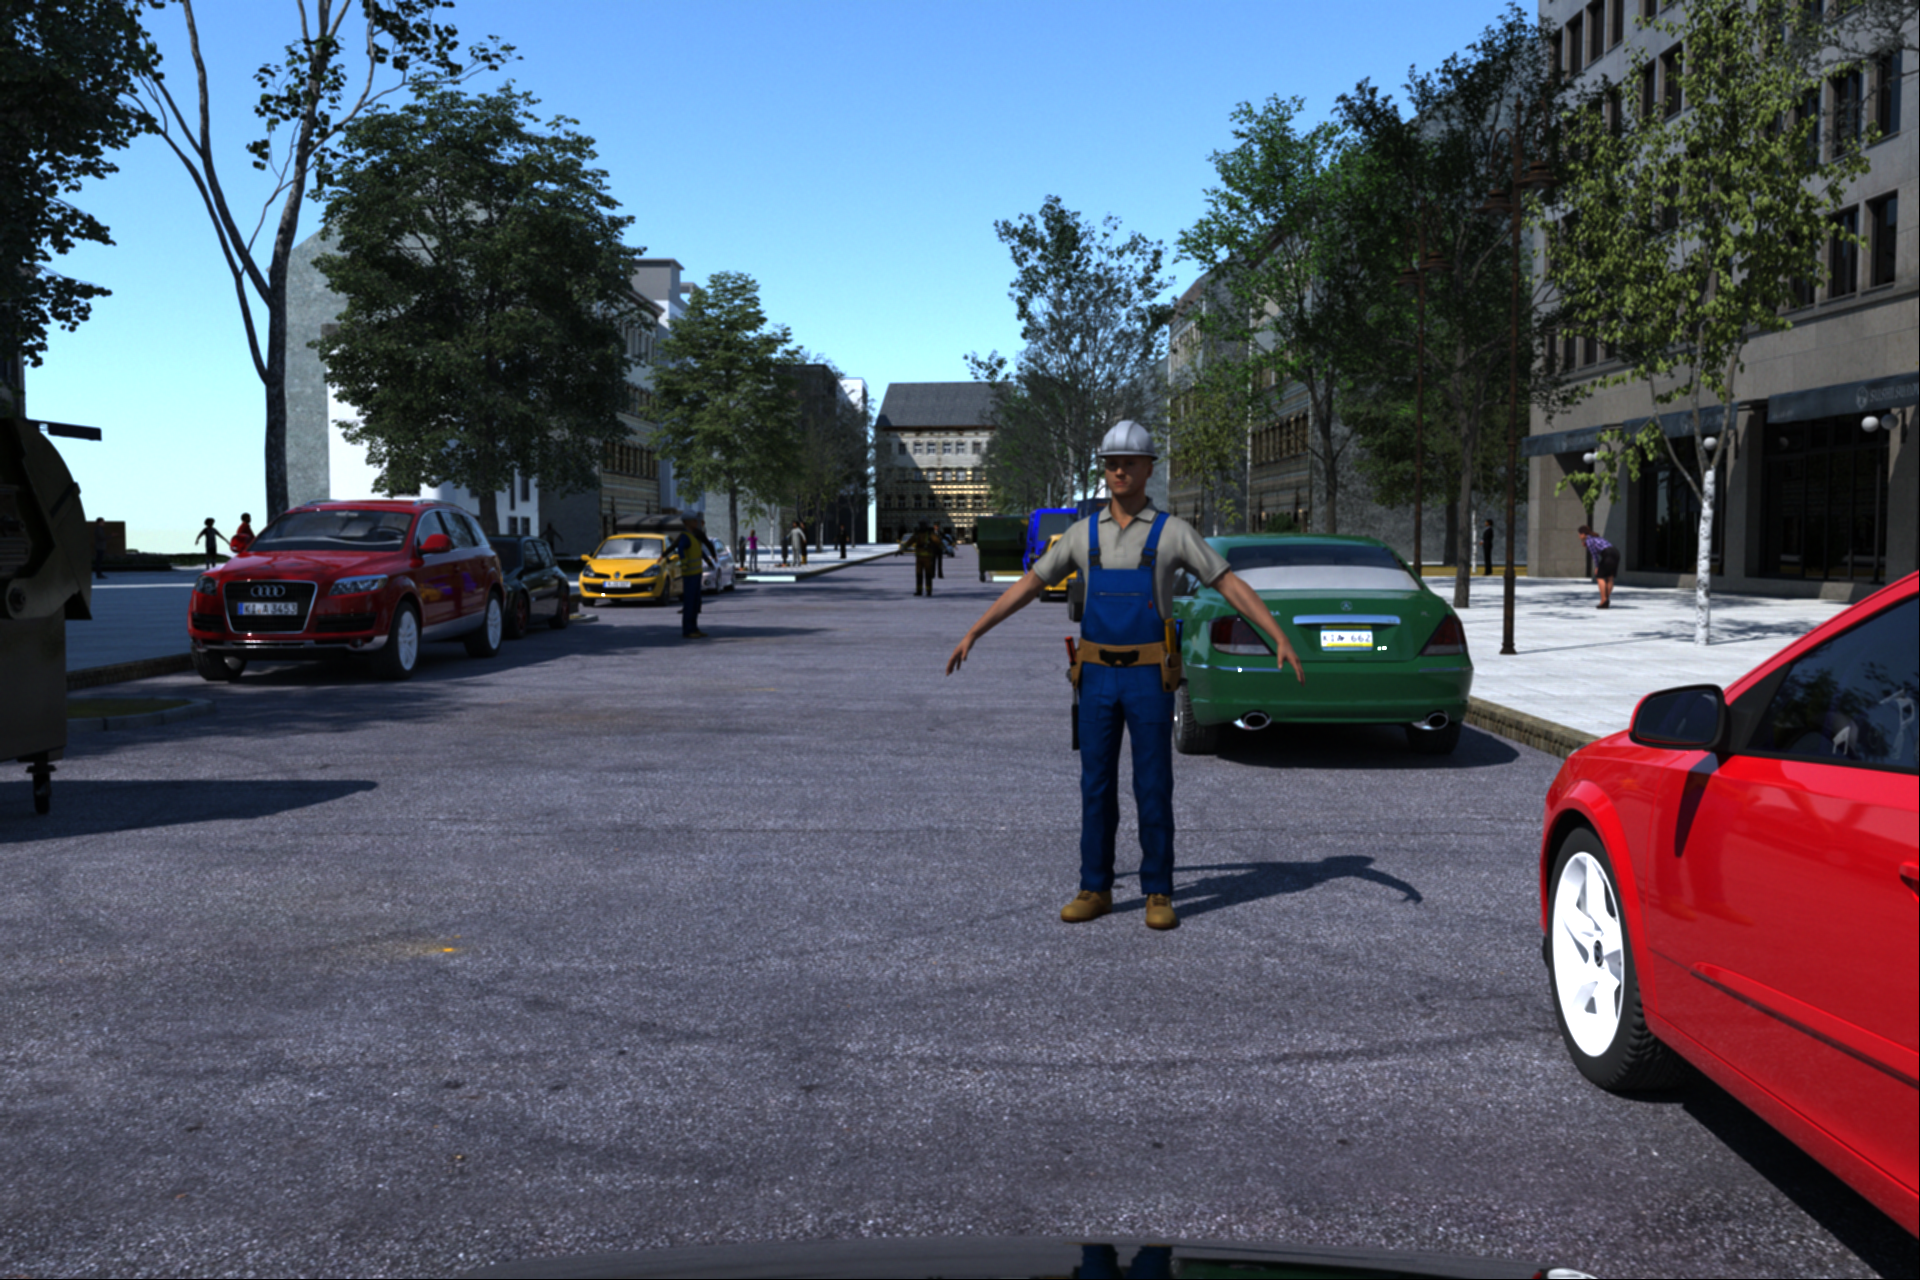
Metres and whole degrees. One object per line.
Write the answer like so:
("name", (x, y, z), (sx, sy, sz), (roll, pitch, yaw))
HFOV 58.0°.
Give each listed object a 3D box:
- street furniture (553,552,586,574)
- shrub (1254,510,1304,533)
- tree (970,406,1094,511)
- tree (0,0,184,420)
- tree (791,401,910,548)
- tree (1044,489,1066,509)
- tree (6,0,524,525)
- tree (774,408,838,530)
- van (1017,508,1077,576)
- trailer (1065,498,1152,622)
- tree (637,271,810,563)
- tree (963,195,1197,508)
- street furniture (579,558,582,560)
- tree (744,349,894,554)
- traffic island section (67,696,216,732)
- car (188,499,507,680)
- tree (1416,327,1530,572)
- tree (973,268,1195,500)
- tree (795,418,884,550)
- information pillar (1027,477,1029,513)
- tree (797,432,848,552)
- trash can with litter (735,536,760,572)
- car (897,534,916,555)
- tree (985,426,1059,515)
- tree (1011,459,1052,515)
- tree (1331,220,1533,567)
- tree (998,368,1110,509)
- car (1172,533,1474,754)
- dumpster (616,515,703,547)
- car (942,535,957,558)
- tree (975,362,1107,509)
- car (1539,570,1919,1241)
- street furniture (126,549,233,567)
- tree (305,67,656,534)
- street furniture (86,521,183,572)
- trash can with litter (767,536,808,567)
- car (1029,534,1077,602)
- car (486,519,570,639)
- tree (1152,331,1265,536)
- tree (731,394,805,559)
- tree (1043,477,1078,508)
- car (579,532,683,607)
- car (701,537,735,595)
("street furniture", (-16.922, -2.510, 56.665), (10.072, 0.657, 5.734), (-1, 4, -17))
("shrub", (10.688, -3.287, 57.790), (1.661, 2.075, 1.752), (0, 3, 0))
("tree", (6.049, -13.946, 138.394), (12.009, 13.543, 11.850), (0, 3, 0))
("tree", (-13.025, -6.770, 17.344), (9.857, 13.997, 8.962), (0, 3, 0))
("tree", (-9.645, -15.086, 157.030), (12.009, 13.543, 11.850), (0, 3, 0))
("tree", (13.476, -17.915, 243.273), (4.360, 8.622, 3.978), (0, 3, 0))
("tree", (-13.524, -10.776, 32.070), (12.611, 20.169, 13.585), (0, 3, 0))
("tree", (-9.215, -9.245, 101.523), (4.360, 8.622, 3.978), (0, 3, 0))
("van", (2.606, -2.392, 43.493), (2.240, 2.365, 5.245), (0, 4, -1))
("trailer", (2.516, -1.361, 29.298), (1.471, 1.999, 3.904), (0, 4, -1))
("tree", (-10.315, -9.618, 75.388), (7.486, 12.596, 7.792), (0, 3, 0))
("tree", (6.582, -14.637, 95.202), (12.611, 20.169, 13.585), (0, 3, 0))
("street furniture", (-14.201, -3.117, 66.591), (5.734, 0.657, 10.072), (-1, 4, -12))
("tree", (-9.439, -12.470, 114.249), (12.009, 13.543, 11.850), (0, 3, 0))
("traffic island section", (-6.963, 0.578, 13.415), (1.991, 0.108, 1.994), (0, 4, 0))
("car", (-6.417, -0.610, 18.651), (2.281, 1.827, 5.304), (0, 4, 0))
("tree", (17.282, -6.574, 57.853), (4.360, 8.622, 3.978), (0, 3, 0))
("tree", (5.881, -10.346, 79.527), (12.009, 13.543, 11.850), (0, 3, 0))
("tree", (-9.533, -12.429, 137.631), (7.601, 10.594, 8.767), (-1, 4, -11))
("information pillar", (2.822, -4.924, 71.854), (0.183, 3.616, 0.504), (0, 4, 1))
("tree", (-9.839, -10.537, 122.640), (4.737, 8.622, 4.395), (0, 3, 0))
("trash can with litter", (-7.436, -3.012, 60.308), (1.678, 1.210, 2.233), (0, 4, -1))
("car", (-3.314, -6.670, 119.278), (2.015, 1.641, 3.980), (0, 3, 0))
("tree", (5.648, -14.536, 155.791), (7.486, 12.596, 7.792), (0, 3, 0))
("tree", (6.324, -12.117, 148.473), (4.360, 8.622, 3.978), (0, 3, 0))
("tree", (19.037, -9.809, 67.032), (9.857, 13.997, 8.962), (0, 3, 0))
("tree", (6.061, -11.195, 108.789), (9.928, 11.665, 9.643), (0, 3, 0))
("car", (2.332, -0.056, 12.712), (2.131, 1.459, 4.920), (0, 4, 0))
("dumpster", (-6.704, -1.863, 38.682), (1.865, 1.857, 1.264), (0, 3, 0))
("car", (-1.216, -5.810, 106.997), (2.014, 1.417, 4.499), (0, 4, -1))
("tree", (6.319, -12.883, 121.010), (12.009, 13.543, 11.850), (0, 3, 0))
("car", (2.495, 0.358, 3.195), (2.155, 1.783, 4.494), (0, 4, 1))
("street furniture", (-33.348, -3.422, 71.570), (5.734, 0.657, 10.072), (-1, 4, -8))
("tree", (-13.012, -8.596, 47.203), (9.857, 13.997, 8.962), (0, 3, 0))
("street furniture", (-30.593, -3.274, 60.386), (11.010, 1.723, 9.812), (-2, 4, -28))
("trash can with litter", (-6.737, -3.491, 68.141), (1.678, 1.210, 2.233), (0, 4, 1))
("car", (2.523, -1.690, 37.859), (2.015, 1.641, 3.980), (0, 4, 0))
("car", (-6.813, -0.920, 24.826), (2.009, 1.686, 4.222), (0, 4, 0))
("tree", (8.976, -6.802, 61.568), (4.737, 8.622, 4.395), (0, 3, 0))
("tree", (-9.623, -8.390, 87.535), (4.737, 8.622, 4.395), (0, 3, 0))
("tree", (14.179, -19.298, 249.941), (7.601, 10.594, 8.767), (0, 4, 1))
("car", (-6.615, -1.543, 35.452), (2.015, 1.641, 3.980), (0, 4, 1))
("car", (-6.610, -1.834, 42.350), (2.083, 1.381, 4.827), (0, 4, 0))
